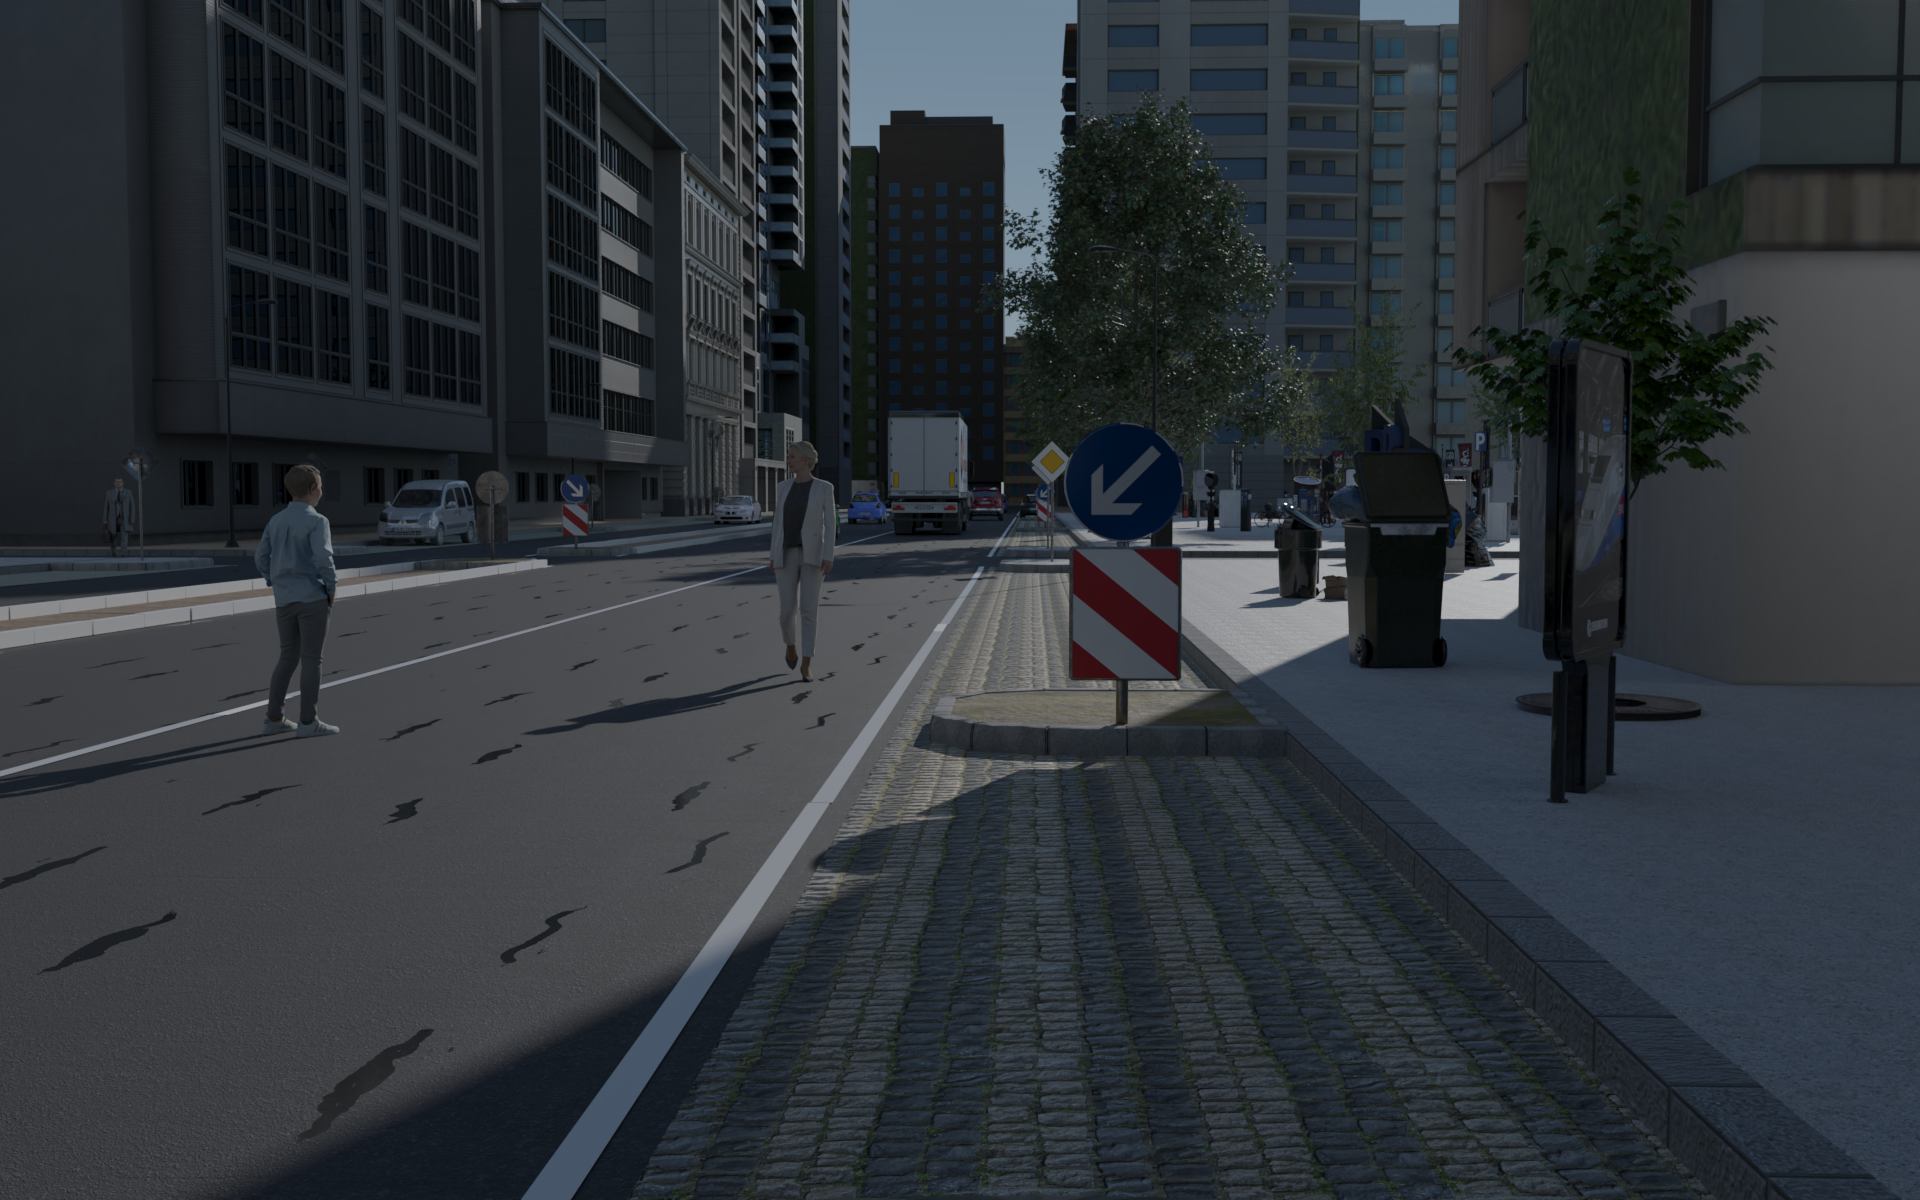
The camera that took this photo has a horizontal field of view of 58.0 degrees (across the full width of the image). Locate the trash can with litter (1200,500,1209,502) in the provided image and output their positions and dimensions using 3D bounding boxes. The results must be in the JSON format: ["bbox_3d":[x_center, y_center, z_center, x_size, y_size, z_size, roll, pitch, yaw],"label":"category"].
[{"bbox_3d":[14.291,-5.557,102.242,0.624,1.170,1.055,2,4,24],"label":"trash can with litter"}]

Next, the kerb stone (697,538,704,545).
[{"bbox_3d":[-7.510,-1.657,49.339,0.120,0.150,1.000,0,4,2],"label":"kerb stone"}]

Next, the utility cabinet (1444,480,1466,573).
[{"bbox_3d":[7.461,-1.158,27.608,1.173,1.500,0.318,-1,4,-19],"label":"utility cabinet"}]

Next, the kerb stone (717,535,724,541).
[{"bbox_3d":[-7.382,-1.849,52.419,0.120,0.150,1.000,0,4,2],"label":"kerb stone"}]

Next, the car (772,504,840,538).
[{"bbox_3d":[-4.869,-2.831,55.075,1.959,1.807,4.718,0,4,2],"label":"car"}]

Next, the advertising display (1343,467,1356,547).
[{"bbox_3d":[9.797,-2.254,42.074,0.974,1.923,0.123,0,4,-2],"label":"advertising display"}]

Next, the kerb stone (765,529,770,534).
[{"bbox_3d":[-6.999,-2.414,61.659,0.120,0.150,1.000,0,4,2],"label":"kerb stone"}]

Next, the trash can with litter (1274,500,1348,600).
[{"bbox_3d":[4.411,-0.609,21.338,1.055,1.170,0.624,2,4,29],"label":"trash can with litter"}]

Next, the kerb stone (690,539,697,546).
[{"bbox_3d":[-7.561,-1.597,48.309,0.120,0.150,1.000,0,4,2],"label":"kerb stone"}]

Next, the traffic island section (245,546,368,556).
[{"bbox_3d":[-15.489,-1.171,41.430,2.009,0.180,2.903,0,4,2],"label":"traffic island section"}]

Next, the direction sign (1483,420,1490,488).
[{"bbox_3d":[16.142,-3.742,53.171,0.379,3.537,0.876,0,4,6],"label":"direction sign"}]

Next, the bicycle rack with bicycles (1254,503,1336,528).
[{"bbox_3d":[13.138,-3.256,66.624,2.925,0.926,2.852,3,4,37],"label":"bicycle rack with bicycles"}]

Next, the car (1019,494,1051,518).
[{"bbox_3d":[4.453,-5.687,102.765,2.009,1.686,4.222,0,4,4],"label":"car"}]

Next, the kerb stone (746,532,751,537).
[{"bbox_3d":[-7.171,-2.162,57.543,0.120,0.150,1.000,0,4,2],"label":"kerb stone"}]

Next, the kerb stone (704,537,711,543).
[{"bbox_3d":[-7.462,-1.723,50.360,0.120,0.150,1.000,0,4,2],"label":"kerb stone"}]

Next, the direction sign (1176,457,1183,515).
[{"bbox_3d":[13.025,-6.902,104.843,0.876,3.537,0.379,1,4,13],"label":"direction sign"}]

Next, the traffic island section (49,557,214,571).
[{"bbox_3d":[-15.819,-0.683,33.452,2.009,0.180,2.903,0,4,2],"label":"traffic island section"}]

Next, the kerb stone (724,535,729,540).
[{"bbox_3d":[-7.342,-1.910,53.447,0.120,0.150,1.000,0,4,2],"label":"kerb stone"}]

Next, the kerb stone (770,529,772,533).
[{"bbox_3d":[-6.959,-2.469,62.693,0.120,0.150,1.000,0,4,2],"label":"kerb stone"}]

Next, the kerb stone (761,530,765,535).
[{"bbox_3d":[-7.040,-2.351,60.630,0.120,0.150,1.000,0,4,2],"label":"kerb stone"}]

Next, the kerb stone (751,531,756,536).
[{"bbox_3d":[-7.128,-2.225,58.575,0.120,0.150,1.000,0,4,2],"label":"kerb stone"}]

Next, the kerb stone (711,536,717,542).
[{"bbox_3d":[-7.425,-1.785,51.381,0.120,0.150,1.000,0,4,2],"label":"kerb stone"}]

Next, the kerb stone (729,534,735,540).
[{"bbox_3d":[-7.292,-1.974,54.468,0.120,0.150,1.000,0,4,2],"label":"kerb stone"}]

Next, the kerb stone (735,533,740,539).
[{"bbox_3d":[-7.259,-2.036,55.490,0.120,0.150,1.000,0,4,2],"label":"kerb stone"}]

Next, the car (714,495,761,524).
[{"bbox_3d":[-10.750,-4.376,83.909,2.083,1.381,4.827,0,4,1],"label":"car"}]

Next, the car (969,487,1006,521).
[{"bbox_3d":[1.380,-5.287,95.122,2.281,1.827,5.304,0,4,1],"label":"car"}]

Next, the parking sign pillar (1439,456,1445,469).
[{"bbox_3d":[26.942,-6.714,98.244,1.447,3.967,1.447,-1,4,-17],"label":"parking sign pillar"}]

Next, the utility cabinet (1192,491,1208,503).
[{"bbox_3d":[15.352,-6.241,110.719,1.173,1.500,0.318,-3,4,-38],"label":"utility cabinet"}]

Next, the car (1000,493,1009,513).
[{"bbox_3d":[2.801,-7.581,133.535,1.945,1.707,3.694,0,4,4],"label":"car"}]

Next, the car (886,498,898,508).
[{"bbox_3d":[-6.915,-10.772,185.902,2.009,1.686,4.222,0,4,4],"label":"car"}]

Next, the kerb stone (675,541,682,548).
[{"bbox_3d":[-7.644,-1.469,46.256,0.120,0.150,1.000,0,4,2],"label":"kerb stone"}]

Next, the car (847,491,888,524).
[{"bbox_3d":[-4.475,-4.537,83.779,1.945,1.707,3.694,0,4,1],"label":"car"}]

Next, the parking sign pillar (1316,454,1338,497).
[{"bbox_3d":[22.949,-7.322,108.192,1.447,3.967,1.447,2,4,34],"label":"parking sign pillar"}]

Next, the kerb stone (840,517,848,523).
[{"bbox_3d":[-5.895,-4.042,88.288,0.120,0.150,1.000,0,4,2],"label":"kerb stone"}]

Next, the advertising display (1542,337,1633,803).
[{"bbox_3d":[2.729,-0.141,7.523,0.123,1.923,0.974,2,4,34],"label":"advertising display"}]

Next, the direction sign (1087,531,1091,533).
[{"bbox_3d":[4.429,-4.017,57.673,0.379,3.537,0.876,-1,4,-20],"label":"direction sign"}]

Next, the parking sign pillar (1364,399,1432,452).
[{"bbox_3d":[12.164,-3.658,48.284,1.447,3.967,1.447,0,4,2],"label":"parking sign pillar"}]

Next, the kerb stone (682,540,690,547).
[{"bbox_3d":[-7.593,-1.534,47.277,0.120,0.150,1.000,0,4,2],"label":"kerb stone"}]

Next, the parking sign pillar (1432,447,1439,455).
[{"bbox_3d":[19.507,-5.217,73.774,1.447,3.967,1.447,1,4,14],"label":"parking sign pillar"}]

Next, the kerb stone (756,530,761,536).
[{"bbox_3d":[-7.085,-2.288,59.606,0.120,0.150,1.000,0,4,2],"label":"kerb stone"}]

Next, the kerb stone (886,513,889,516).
[{"bbox_3d":[-4.791,-5.668,114.917,0.120,0.150,1.000,0,4,2],"label":"kerb stone"}]

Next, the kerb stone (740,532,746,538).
[{"bbox_3d":[-7.216,-2.099,56.521,0.120,0.150,1.000,0,4,2],"label":"kerb stone"}]

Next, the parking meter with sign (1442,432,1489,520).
[{"bbox_3d":[13.798,-3.177,48.206,1.738,3.016,0.543,-1,4,-19],"label":"parking meter with sign"}]

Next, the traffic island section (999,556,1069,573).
[{"bbox_3d":[1.757,-0.639,32.722,2.009,0.180,2.903,0,4,2],"label":"traffic island section"}]

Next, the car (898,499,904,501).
[{"bbox_3d":[-3.262,-6.755,119.477,2.155,1.783,4.494,0,4,1],"label":"car"}]

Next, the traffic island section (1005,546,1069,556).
[{"bbox_3d":[2.087,-1.127,40.700,2.009,0.180,2.903,0,4,2],"label":"traffic island section"}]

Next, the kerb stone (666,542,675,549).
[{"bbox_3d":[-7.684,-1.405,45.235,0.120,0.150,1.000,0,4,2],"label":"kerb stone"}]
